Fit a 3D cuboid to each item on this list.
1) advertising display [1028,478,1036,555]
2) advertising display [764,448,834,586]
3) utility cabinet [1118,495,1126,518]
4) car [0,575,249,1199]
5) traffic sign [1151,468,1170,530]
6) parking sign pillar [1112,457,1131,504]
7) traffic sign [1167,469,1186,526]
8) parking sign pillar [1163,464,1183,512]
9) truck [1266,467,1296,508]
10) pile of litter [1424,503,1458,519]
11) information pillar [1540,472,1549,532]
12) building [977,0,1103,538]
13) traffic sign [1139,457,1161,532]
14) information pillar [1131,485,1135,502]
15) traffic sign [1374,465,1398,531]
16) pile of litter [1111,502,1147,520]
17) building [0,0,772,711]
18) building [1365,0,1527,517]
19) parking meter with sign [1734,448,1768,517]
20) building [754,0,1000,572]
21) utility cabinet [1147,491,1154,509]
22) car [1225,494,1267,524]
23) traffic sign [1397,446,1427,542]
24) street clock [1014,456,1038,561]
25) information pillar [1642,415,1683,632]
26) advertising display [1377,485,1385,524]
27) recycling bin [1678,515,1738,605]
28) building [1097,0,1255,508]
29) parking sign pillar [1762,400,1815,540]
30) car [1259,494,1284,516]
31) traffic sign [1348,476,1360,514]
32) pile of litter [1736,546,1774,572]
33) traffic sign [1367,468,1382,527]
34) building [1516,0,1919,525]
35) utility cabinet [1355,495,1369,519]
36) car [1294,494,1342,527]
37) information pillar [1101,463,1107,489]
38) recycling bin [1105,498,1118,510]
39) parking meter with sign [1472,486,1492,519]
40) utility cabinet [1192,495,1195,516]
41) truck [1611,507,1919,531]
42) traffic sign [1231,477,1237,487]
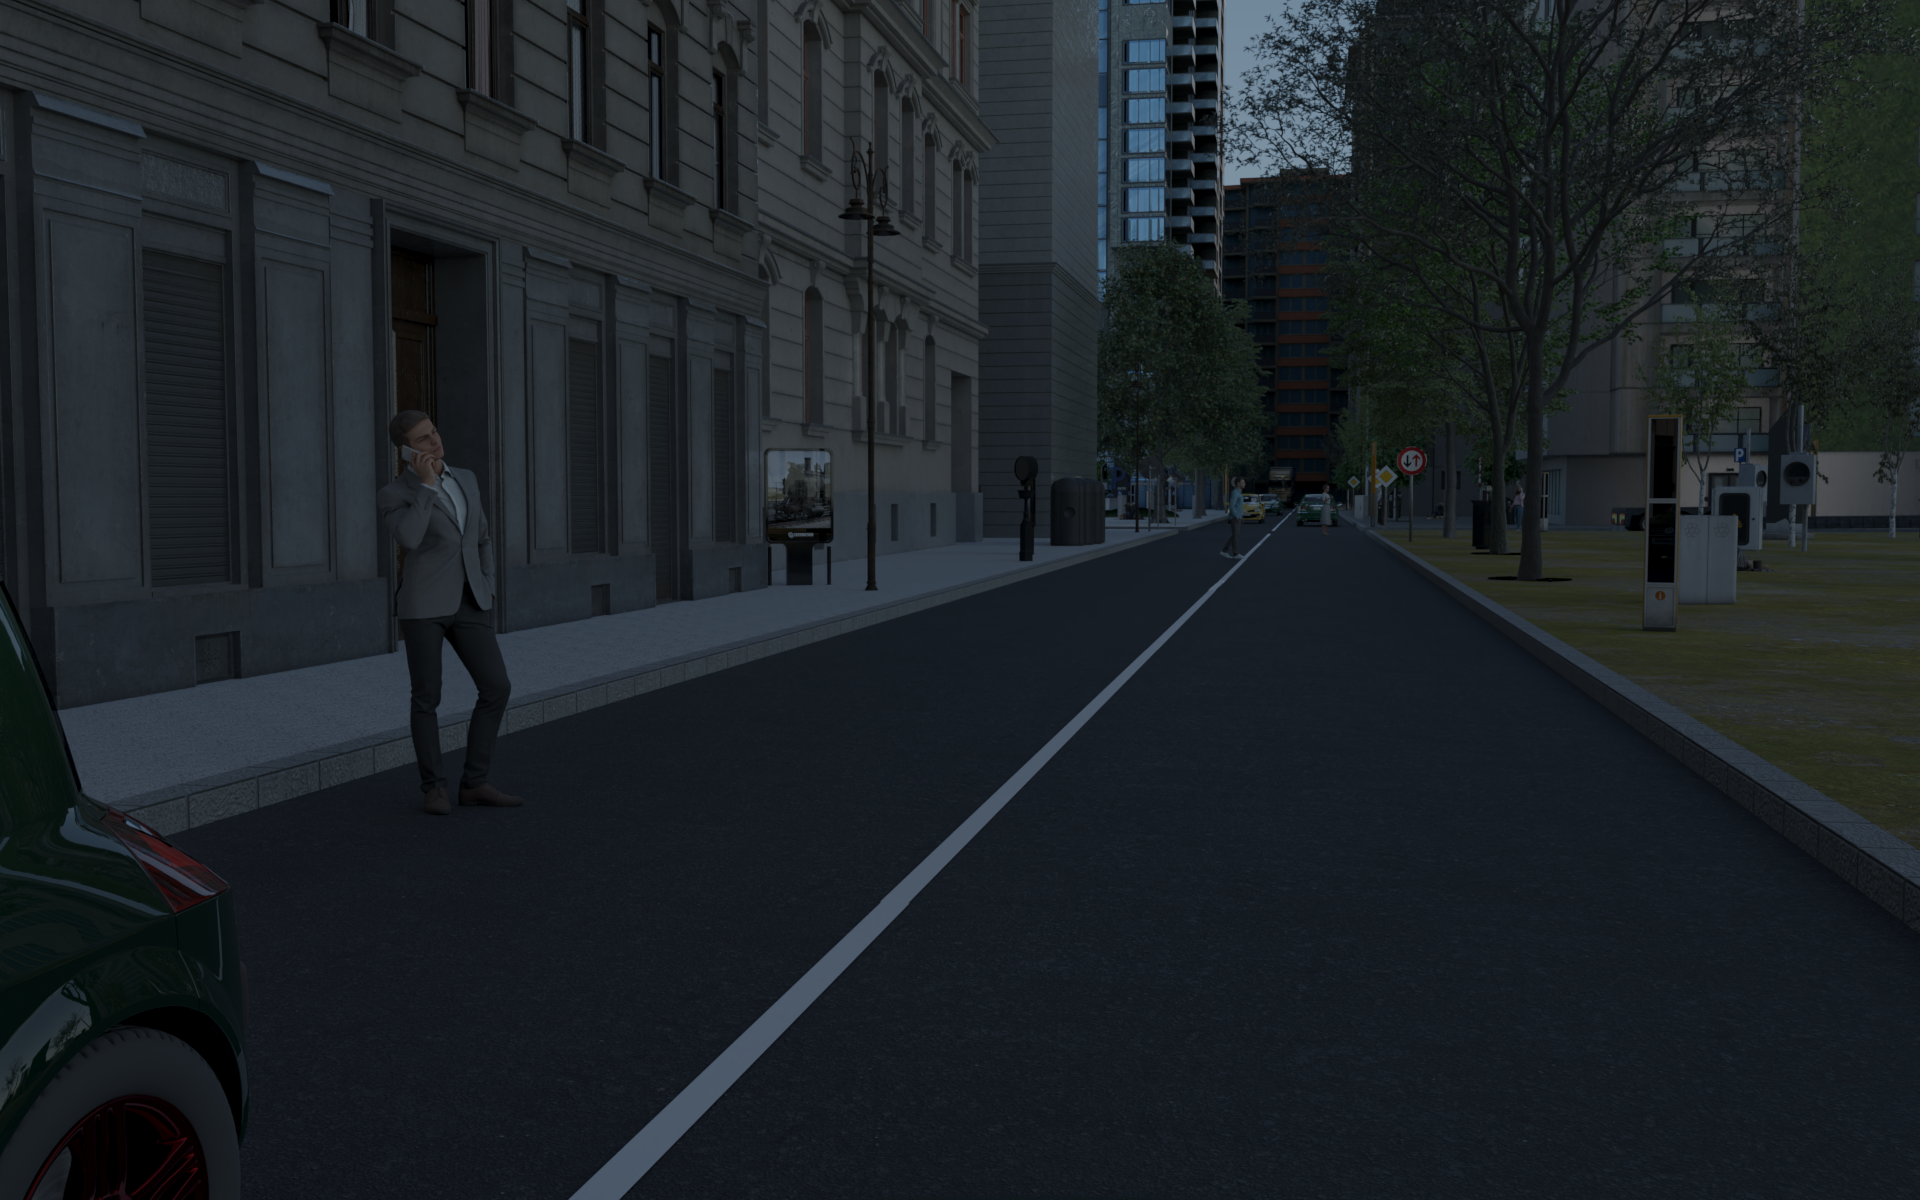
[{"bbox_3d":[1.514,-1.940,36.936,0.123,1.923,0.974,0,4,-3],"label":"advertising display"},{"bbox_3d":[-2.261,-1.169,24.321,0.974,1.923,0.123,-1,4,-17],"label":"advertising display"},{"bbox_3d":[8.564,-4.921,91.628,0.306,1.237,1.020,1,4,15],"label":"utility cabinet"},{"bbox_3d":[-2.331,0.517,1.337,2.009,1.686,4.222,1,4,12],"label":"car"},{"bbox_3d":[7.045,-3.537,61.479,0.795,2.450,0.064,1,4,11],"label":"traffic sign"},{"bbox_3d":[11.498,-8.254,123.433,1.447,3.967,1.447,2,4,35],"label":"parking sign pillar"},{"bbox_3d":[8.629,-4.016,69.306,0.795,2.450,0.064,1,4,11],"label":"traffic sign"},{"bbox_3d":[15.611,-8.471,126.981,1.447,3.967,1.447,0,3,0],"label":"parking sign pillar"},{"bbox_3d":[33.657,-11.754,181.091,2.839,4.237,11.283,1,4,13],"label":"truck"},{"bbox_3d":[24.614,-4.555,88.444,1.719,0.858,1.176,1,4,20],"label":"pile of litter"},{"bbox_3d":[19.707,-3.311,58.623,0.304,2.012,0.304,3,5,45],"label":"information pillar"},{"bbox_3d":[-10.690,-17.140,57.736,29.804,29.767,11.434,1,4,11],"label":"building"},{"bbox_3d":[6.471,-3.610,59.133,0.768,2.556,0.104,1,4,20],"label":"traffic sign"},{"bbox_3d":[13.765,-8.187,138.351,0.304,2.012,0.304,0,4,-7],"label":"information pillar"},{"bbox_3d":[14.730,-3.441,59.909,0.795,2.450,0.064,1,4,11],"label":"traffic sign"},{"bbox_3d":[8.441,-4.436,86.499,1.719,0.858,1.176,2,4,27],"label":"pile of litter"},{"bbox_3d":[-8.982,-10.157,15.217,9.793,20.994,18.267,1,4,11],"label":"building"},{"bbox_3d":[31.877,-20.374,104.818,14.160,30.474,14.107,1,4,11],"label":"building"},{"bbox_3d":[30.215,-4.245,65.663,1.738,3.016,0.543,-1,4,-19],"label":"parking meter with sign"},{"bbox_3d":[-7.678,-15.234,36.458,14.401,28.519,23.554,1,4,11],"label":"building"},{"bbox_3d":[12.757,-6.465,114.389,0.318,1.500,1.173,3,4,39],"label":"utility cabinet"},{"bbox_3d":[14.065,-4.573,84.991,2.015,1.641,3.980,1,4,12],"label":"car"},{"bbox_3d":[12.094,-2.832,46.417,0.768,2.556,0.104,1,4,12],"label":"traffic sign"},{"bbox_3d":[1.262,-1.743,33.064,0.358,2.002,0.471,-2,4,-35],"label":"street clock"},{"bbox_3d":[6.576,-0.717,16.214,0.304,2.012,0.304,1,4,23],"label":"information pillar"},{"bbox_3d":[17.735,-4.148,73.041,0.123,1.923,0.974,0,4,2],"label":"advertising display"},{"bbox_3d":[8.660,-0.481,20.421,0.722,1.027,0.722,0,4,1],"label":"recycling bin"},{"bbox_3d":[19.647,-54.726,207.437,31.000,86.520,22.319,1,4,11],"label":"building"},{"bbox_3d":[23.339,-3.691,48.821,1.447,3.967,1.447,0,4,-7],"label":"parking sign pillar"},{"bbox_3d":[20.522,-6.334,115.353,2.131,1.459,4.920,1,4,13],"label":"car"},{"bbox_3d":[24.750,-6.589,108.915,0.795,2.450,0.064,1,4,17],"label":"traffic sign"},{"bbox_3d":[12.930,-0.943,29.378,1.176,0.858,1.719,-1,4,-19],"label":"pile of litter"},{"bbox_3d":[16.314,-3.920,67.736,0.795,2.450,0.064,1,4,11],"label":"traffic sign"},{"bbox_3d":[31.528,-23.776,72.331,14.086,41.232,14.154,1,4,11],"label":"building"},{"bbox_3d":[21.149,-4.900,91.278,0.306,1.237,1.020,-1,4,-14],"label":"utility cabinet"},{"bbox_3d":[16.131,-4.053,78.067,2.131,1.459,4.920,1,4,12],"label":"car"},{"bbox_3d":[10.397,-8.172,124.972,0.504,3.616,0.183,-2,4,-31],"label":"information pillar"},{"bbox_3d":[9.355,-5.834,107.947,0.722,1.027,0.722,-2,4,-33],"label":"recycling bin"},{"bbox_3d":[27.586,-5.780,90.760,1.738,3.016,0.543,-2,4,-33],"label":"parking meter with sign"},{"bbox_3d":[14.272,-5.665,103.778,0.306,1.237,1.020,2,4,34],"label":"utility cabinet"},{"bbox_3d":[32.549,-4.277,59.690,18.799,4.110,2.967,1,4,10],"label":"truck"},{"bbox_3d":[20.381,-7.814,127.865,0.768,2.556,0.104,1,4,21],"label":"traffic sign"}]
